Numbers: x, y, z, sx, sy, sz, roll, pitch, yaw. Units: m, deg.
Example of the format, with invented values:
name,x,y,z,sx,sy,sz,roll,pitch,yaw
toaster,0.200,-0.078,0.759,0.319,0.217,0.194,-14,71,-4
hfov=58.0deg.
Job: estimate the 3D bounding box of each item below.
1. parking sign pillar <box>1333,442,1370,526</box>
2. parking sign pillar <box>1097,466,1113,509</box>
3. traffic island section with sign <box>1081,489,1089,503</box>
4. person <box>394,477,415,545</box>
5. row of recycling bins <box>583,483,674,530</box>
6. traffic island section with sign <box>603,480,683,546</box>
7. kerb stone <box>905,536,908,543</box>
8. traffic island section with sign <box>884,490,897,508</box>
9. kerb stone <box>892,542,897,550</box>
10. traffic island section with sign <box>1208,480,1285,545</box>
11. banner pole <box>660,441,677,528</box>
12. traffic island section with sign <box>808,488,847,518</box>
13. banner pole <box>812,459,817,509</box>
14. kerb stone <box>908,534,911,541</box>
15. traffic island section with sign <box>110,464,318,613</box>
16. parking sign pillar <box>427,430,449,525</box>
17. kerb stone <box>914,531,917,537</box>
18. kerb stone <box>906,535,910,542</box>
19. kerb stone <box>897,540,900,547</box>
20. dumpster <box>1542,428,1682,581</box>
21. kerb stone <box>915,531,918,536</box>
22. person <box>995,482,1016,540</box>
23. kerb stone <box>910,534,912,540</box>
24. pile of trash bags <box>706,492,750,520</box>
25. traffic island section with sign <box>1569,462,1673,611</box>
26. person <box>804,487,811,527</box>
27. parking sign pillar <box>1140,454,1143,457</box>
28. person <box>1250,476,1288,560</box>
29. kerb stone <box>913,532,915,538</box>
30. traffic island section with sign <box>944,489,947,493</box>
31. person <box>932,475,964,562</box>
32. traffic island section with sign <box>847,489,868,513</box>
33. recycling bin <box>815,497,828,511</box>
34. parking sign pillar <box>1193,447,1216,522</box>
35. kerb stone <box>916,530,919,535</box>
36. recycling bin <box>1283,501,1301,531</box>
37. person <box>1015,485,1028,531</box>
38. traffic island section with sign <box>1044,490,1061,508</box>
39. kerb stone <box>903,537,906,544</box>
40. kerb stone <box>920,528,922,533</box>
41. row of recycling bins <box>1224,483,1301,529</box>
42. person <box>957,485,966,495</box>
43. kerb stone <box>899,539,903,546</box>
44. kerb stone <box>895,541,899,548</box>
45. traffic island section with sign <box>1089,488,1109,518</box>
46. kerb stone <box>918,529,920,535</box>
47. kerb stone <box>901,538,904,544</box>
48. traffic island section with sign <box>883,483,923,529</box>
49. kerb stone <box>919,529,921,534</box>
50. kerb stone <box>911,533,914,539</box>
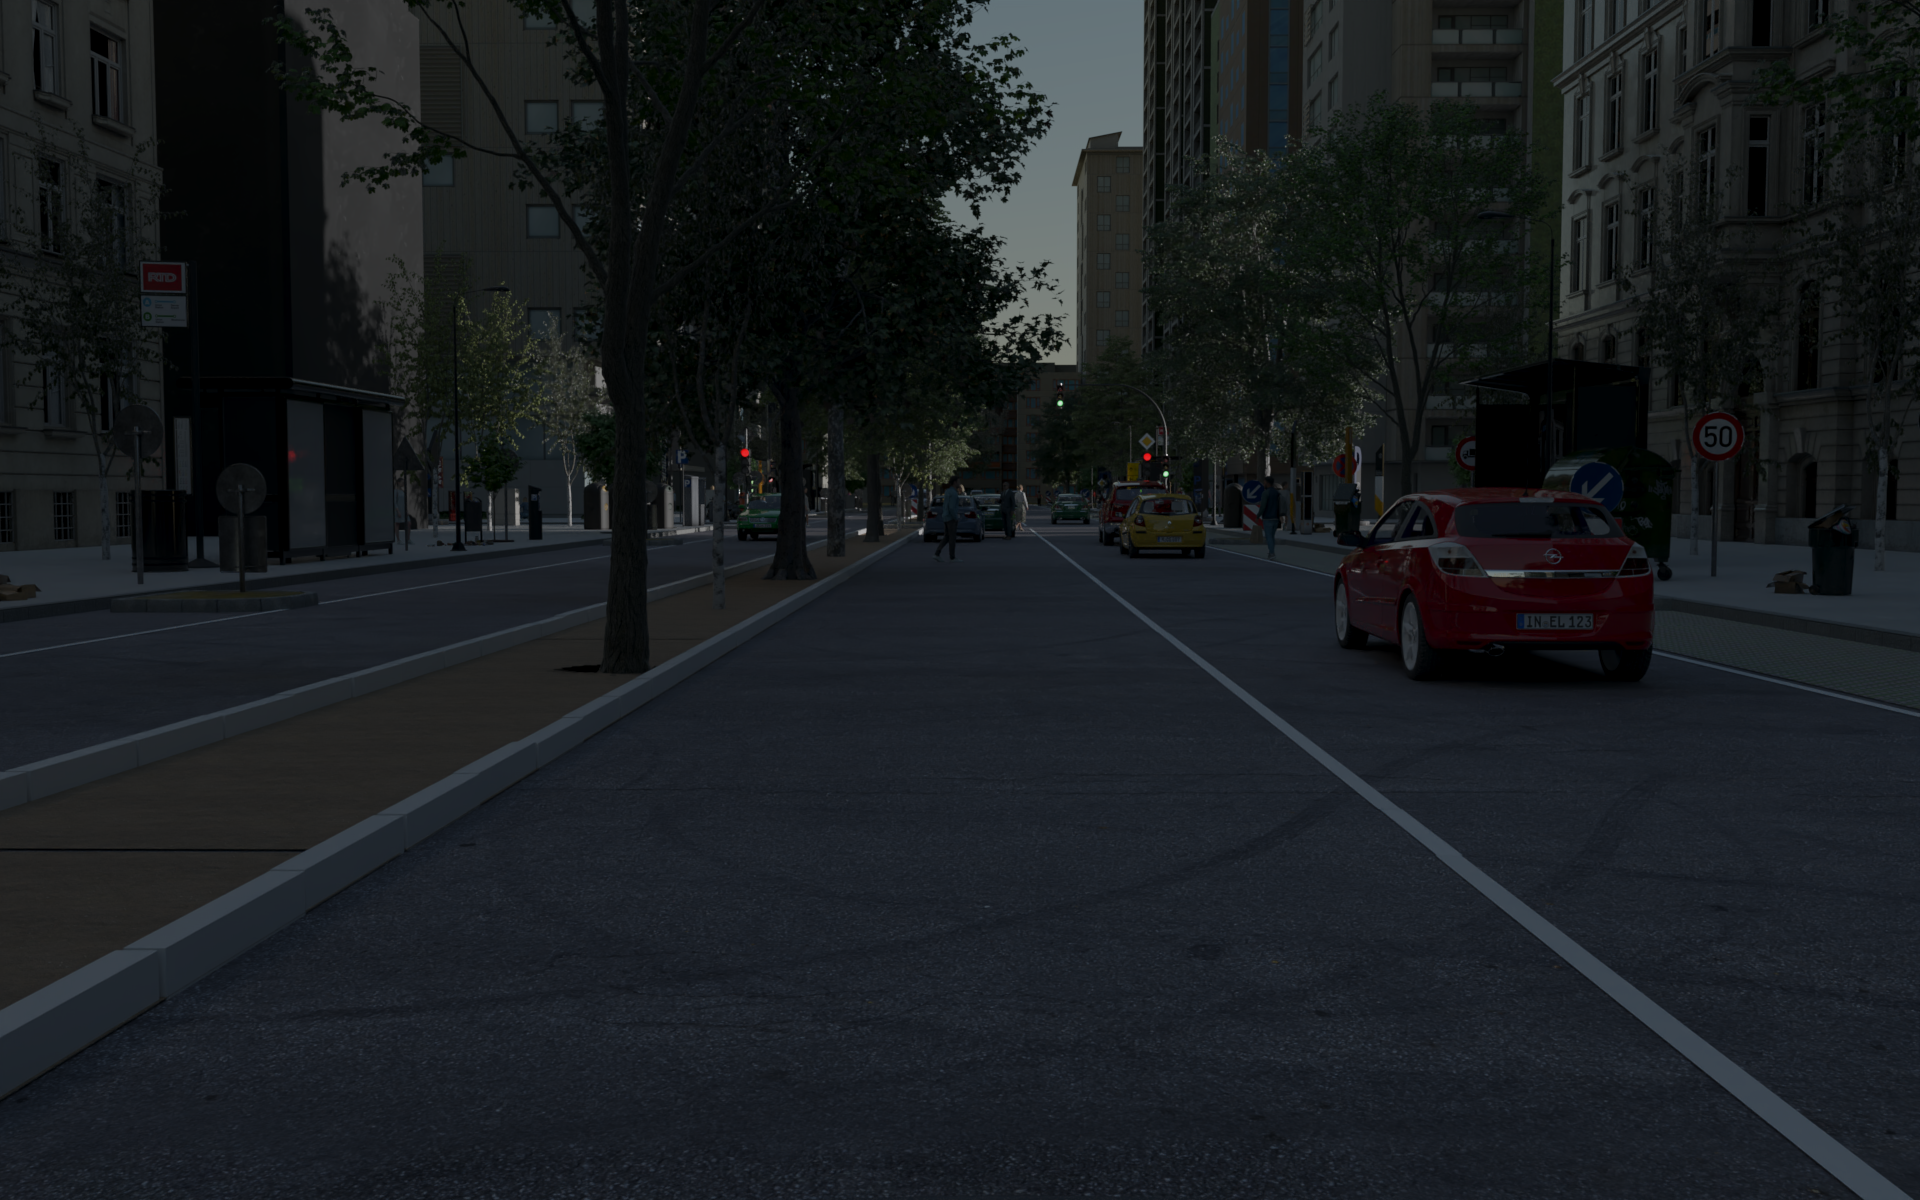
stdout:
name,x,y,z,sx,sy,sz,roll,pitch,yaw
parking sign pillar,16.014,-5.032,70.739,1.447,3.967,1.447,2,4,27
parking sign pillar,12.348,-9.700,147.059,1.447,3.967,1.447,-1,4,-11
traffic island section with sign,9.367,-7.500,131.256,1.989,1.847,2.006,0,4,1
person,-14.188,-2.256,43.927,0.522,1.701,0.512,1,4,18
row of recycling bins,-12.133,-3.439,63.338,3.534,1.692,1.069,-3,5,-41
traffic island section with sign,-8.891,-2.460,48.845,1.989,1.847,2.006,0,4,1
kerb stone,-1.647,-1.669,49.491,0.120,0.150,1.000,0,4,1
traffic island section with sign,-6.899,-10.613,182.154,1.989,1.847,2.006,0,4,1
kerb stone,-1.731,-1.293,43.335,0.120,0.150,1.000,0,4,1
traffic island section with sign,8.141,-2.492,49.377,1.989,1.847,2.006,0,4,1
banner pole,-11.062,-4.611,65.399,0.863,3.779,0.401,3,4,38
traffic island section with sign,-8.063,-5.859,104.430,1.989,1.847,2.006,0,4,1
banner pole,-10.353,-8.189,123.907,0.401,3.779,0.863,-2,4,-33
kerb stone,-1.610,-1.795,51.543,0.120,0.150,1.000,0,4,1
traffic island section with sign,-9.292,-0.811,21.893,1.989,1.847,2.006,0,4,1
parking sign pillar,-22.070,-5.116,72.125,1.447,3.967,1.447,0,4,-4
kerb stone,-1.557,-2.045,55.638,0.120,0.150,1.000,0,4,1
kerb stone,-1.625,-1.724,50.513,0.120,0.150,1.000,0,4,1
kerb stone,-1.713,-1.414,45.385,0.120,0.150,1.000,0,4,1
dumpster,9.888,-1.458,26.335,1.502,2.255,1.985,0,4,1
kerb stone,-1.541,-2.107,56.667,0.120,0.150,1.000,0,4,1
person,1.413,-2.797,54.408,0.661,1.801,0.590,3,5,40
kerb stone,-1.609,-1.854,52.565,0.120,0.150,1.000,0,4,1
pile of trash bags,-11.278,-4.646,85.711,1.912,1.369,3.447,-2,4,-33
traffic island section with sign,7.735,-0.823,22.087,1.989,1.847,2.006,0,4,1
person,-6.813,-4.064,75.690,0.466,1.731,0.760,2,4,34
parking sign pillar,11.879,-7.816,116.262,1.447,3.967,1.447,2,4,30
person,6.664,-1.772,37.465,0.794,1.824,0.713,-1,4,-15
kerb stone,-1.564,-1.983,54.612,0.120,0.150,1.000,0,4,1
traffic island section with sign,-1.127,-8.953,154.523,2.006,1.907,1.989,0,4,1
person,-0.255,-1.707,36.427,0.620,1.820,0.660,-1,4,-22
traffic island section with sign,-7.653,-7.522,131.615,1.989,1.847,2.006,0,4,1
recycling bin,-10.236,-7.081,128.333,0.722,1.027,0.722,-3,5,-42
parking sign pillar,11.256,-5.653,80.901,1.447,3.967,1.447,1,4,22
kerb stone,-1.523,-2.172,57.700,0.120,0.150,1.000,0,4,1
recycling bin,11.767,-2.964,61.013,0.722,1.027,0.722,0,4,-3
person,2.304,-3.568,67.061,0.641,1.798,0.478,-3,5,-45
traffic island section with sign,10.104,-10.604,181.997,1.989,1.847,2.006,0,4,1
kerb stone,-1.667,-1.607,48.462,0.120,0.150,1.000,0,4,1
kerb stone,-1.483,-2.356,60.778,0.120,0.150,1.000,0,4,1
row of recycling bins,11.459,-3.544,65.052,3.534,1.692,1.069,3,5,40
person,0.099,-3.565,66.963,0.709,1.800,0.728,3,4,38
kerb stone,-1.692,-1.478,46.414,0.120,0.150,1.000,0,4,1
kerb stone,-1.722,-1.355,44.357,0.120,0.150,1.000,0,4,1
traffic island section with sign,8.958,-5.843,104.168,1.989,1.847,2.006,0,4,1
kerb stone,-1.510,-2.233,58.722,0.120,0.150,1.000,0,4,1
kerb stone,-1.683,-1.541,47.438,0.120,0.150,1.000,0,4,1
traffic island section with sign,-2.356,-3.905,71.987,2.006,1.907,1.989,0,4,1
kerb stone,-1.503,-2.297,59.750,0.120,0.150,1.000,0,4,1
kerb stone,-1.583,-1.920,53.591,0.120,0.150,1.000,0,4,1
